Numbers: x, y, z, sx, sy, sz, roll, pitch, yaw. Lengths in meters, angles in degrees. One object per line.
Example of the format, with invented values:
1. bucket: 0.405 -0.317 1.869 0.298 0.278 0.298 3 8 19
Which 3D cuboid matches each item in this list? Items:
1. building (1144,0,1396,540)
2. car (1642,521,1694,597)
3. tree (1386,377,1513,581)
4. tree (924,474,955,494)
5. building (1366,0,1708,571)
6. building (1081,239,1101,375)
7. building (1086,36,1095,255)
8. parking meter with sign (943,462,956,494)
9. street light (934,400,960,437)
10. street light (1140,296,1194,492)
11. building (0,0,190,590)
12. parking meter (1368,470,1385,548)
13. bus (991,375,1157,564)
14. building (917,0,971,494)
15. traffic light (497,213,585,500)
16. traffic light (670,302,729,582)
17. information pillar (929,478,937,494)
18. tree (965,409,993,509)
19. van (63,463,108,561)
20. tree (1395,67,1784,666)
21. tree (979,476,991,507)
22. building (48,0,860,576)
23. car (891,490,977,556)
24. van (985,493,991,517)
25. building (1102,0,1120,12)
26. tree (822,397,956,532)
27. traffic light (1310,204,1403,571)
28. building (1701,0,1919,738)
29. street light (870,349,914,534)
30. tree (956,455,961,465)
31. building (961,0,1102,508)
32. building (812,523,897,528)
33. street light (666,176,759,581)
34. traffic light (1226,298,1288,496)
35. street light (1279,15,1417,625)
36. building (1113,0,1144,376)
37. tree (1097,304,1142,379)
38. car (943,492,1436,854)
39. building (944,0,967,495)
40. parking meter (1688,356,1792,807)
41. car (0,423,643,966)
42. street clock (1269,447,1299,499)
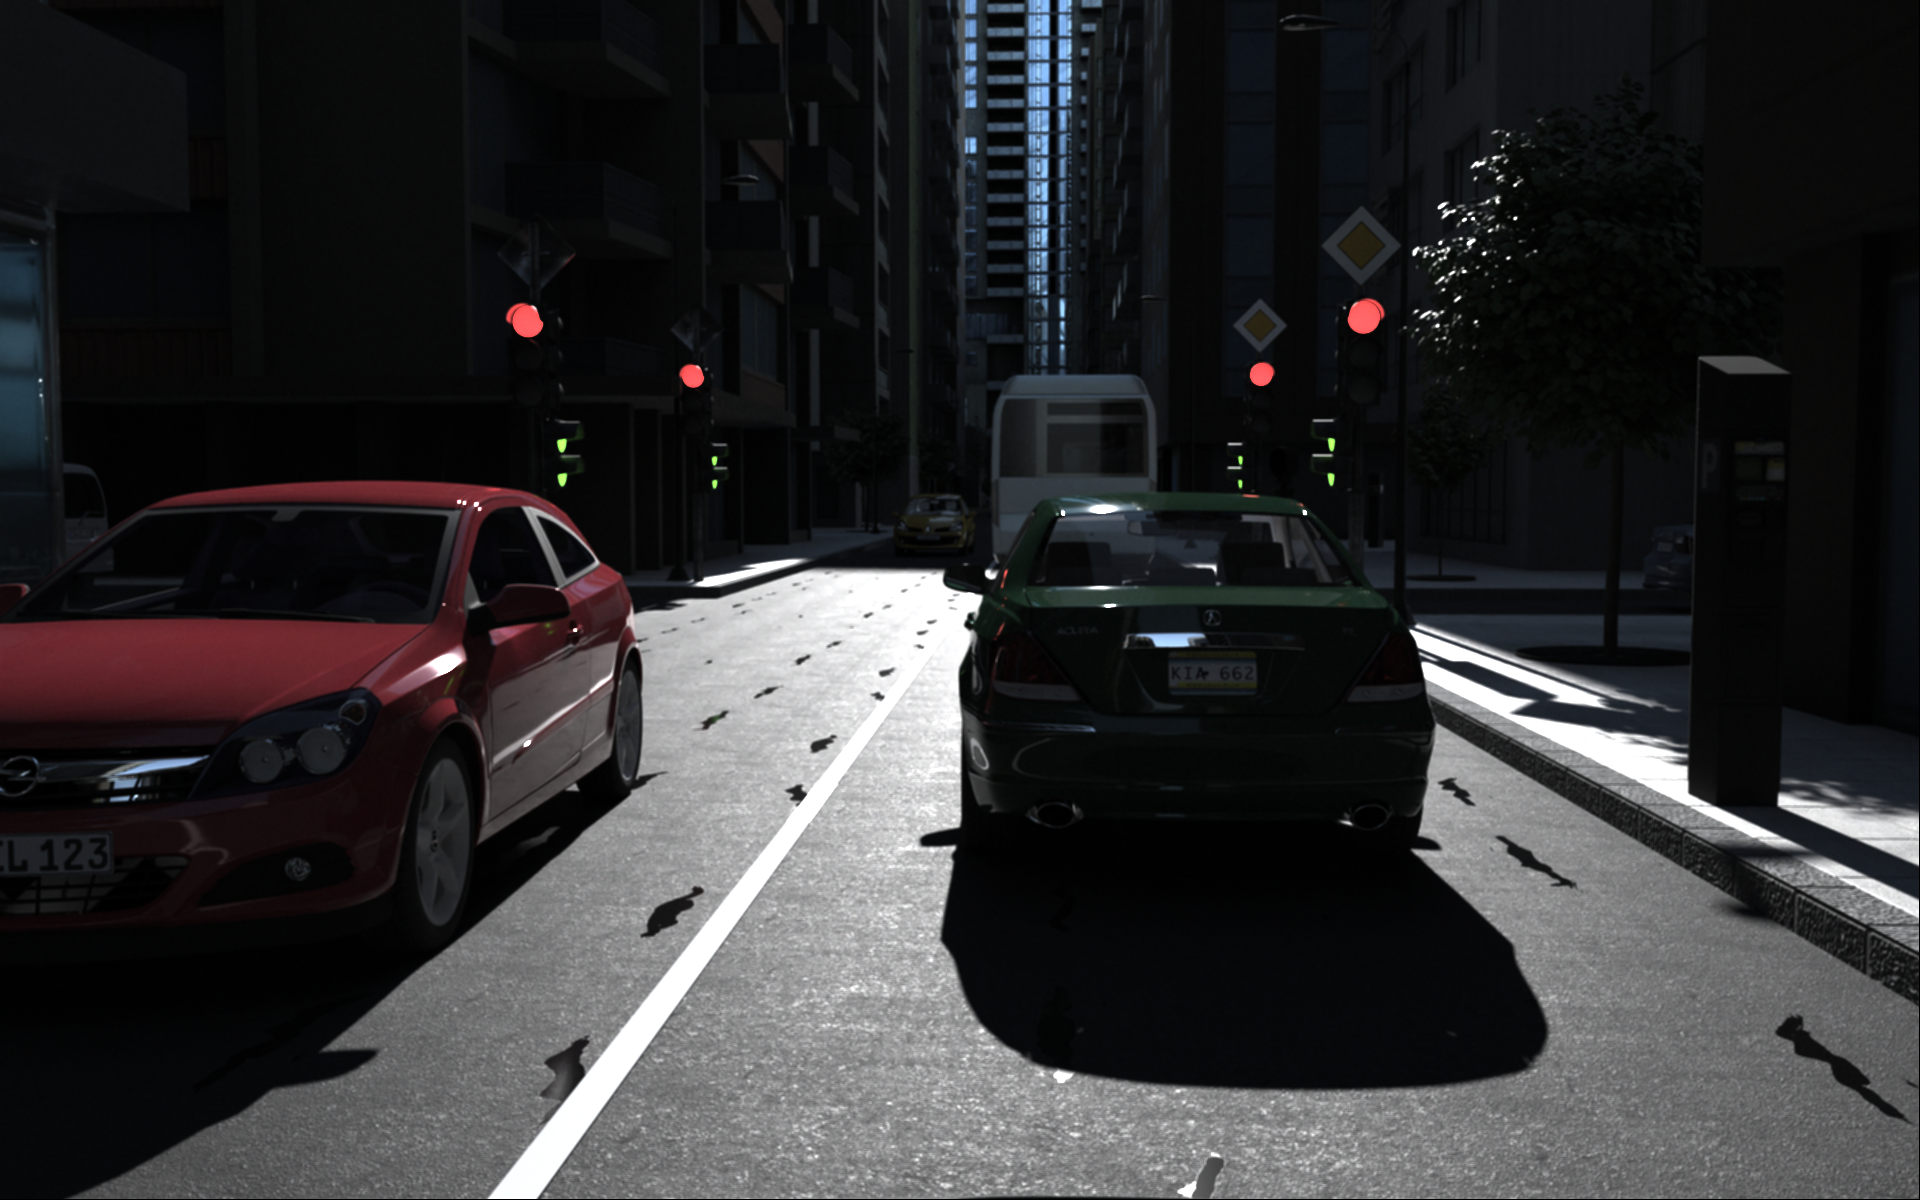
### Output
1. building: 13.039 -24.682 53.668 14.600 45.320 14.200 0 4 3
2. car: 10.747 -0.555 21.072 4.499 1.417 2.014 0 4 4
3. tree: 7.128 -1.918 25.962 1.663 3.219 1.824 0 3 0
4. tree: -1.113 -5.839 90.072 1.663 3.219 1.824 0 3 0
5. building: 15.643 -21.227 30.648 14.086 41.232 14.154 0 4 3
6. building: 23.281 -17.523 131.533 27.650 21.520 28.899 0 4 3
7. building: 19.209 -31.628 167.224 14.600 45.320 14.200 0 4 3
8. parking meter with sign: -0.724 -6.101 96.010 0.543 3.016 1.738 -1 4 -15
9. street light: -0.723 -6.902 85.390 1.470 5.913 1.316 0 4 3
10. street light: 4.918 -4.175 40.805 1.470 5.913 1.316 0 4 3
11. building: -20.683 -23.521 4.174 30.456 49.044 23.786 0 4 3
12. parking meter: 9.950 -2.183 41.402 0.255 1.863 0.399 3 4 37
13. bus: 2.150 -2.354 33.350 2.948 3.499 13.247 0 4 3
14. building: -11.477 -30.351 115.851 23.786 49.044 30.456 0 4 3
15. traffic light: -4.223 -1.740 17.365 0.839 4.253 0.868 0 4 3
16. traffic light: -3.823 -2.227 25.340 0.839 4.253 0.868 0 4 3
17. information pillar: -1.227 -4.519 78.385 0.304 2.012 0.304 1 4 11
18. tree: 2.067 -12.286 151.235 4.360 8.622 3.978 0 3 0
19. van: -13.537 -0.977 22.983 4.112 2.044 2.013 0 4 5
20. tree: 5.114 -1.814 13.372 4.285 4.588 4.351 0 3 0
21. tree: 3.218 -10.950 173.638 1.663 3.219 1.824 0 3 0
22. building: -14.124 -23.493 38.742 22.147 44.769 28.867 0 4 3
23. car: -0.574 -1.889 41.102 2.015 1.641 3.980 0 4 4
24. van: 2.636 -6.302 110.044 2.013 2.044 4.112 0 4 2
25. building: 15.915 -26.063 109.719 14.154 41.232 14.086 0 4 3
26. tree: -3.214 -4.593 58.817 4.285 4.588 4.351 0 3 0
27. traffic light: 3.878 -1.716 16.976 0.839 4.253 0.868 0 4 3
28. building: 11.184 -21.536 2.228 14.600 45.320 14.200 0 4 3
29. street light: -2.183 -5.078 55.563 1.470 5.913 1.316 0 4 3
30. tree: -1.676 -5.978 81.450 4.285 4.588 4.351 0 3 0
31. building: 8.262 -53.825 192.715 31.000 86.520 22.319 0 4 3
32. building: -9.143 -23.515 68.059 14.154 41.232 14.086 0 4 3
33. street light: -3.632 -3.237 25.460 1.470 5.913 1.316 0 4 3
34. traffic light: 4.278 -2.204 24.951 0.839 4.253 0.868 0 4 3
35. street light: 3.800 -2.717 16.967 1.470 5.913 1.316 0 4 3
36. building: 18.898 -28.377 83.571 23.786 49.044 30.456 0 4 3
37. tree: 7.176 -7.084 66.184 4.360 8.622 3.978 0 3 0
38. car: 0.956 0.211 8.346 2.131 1.459 4.920 0 4 2
39. building: -6.788 -29.890 138.805 14.600 45.320 14.200 0 4 3
40. parking meter: 3.235 -0.091 7.195 0.255 1.863 0.399 0 4 2
41. car: -2.474 0.140 6.758 2.155 1.783 4.494 0 4 1
42. street clock: 4.940 -1.339 26.460 0.358 2.002 0.471 -2 4 -25
